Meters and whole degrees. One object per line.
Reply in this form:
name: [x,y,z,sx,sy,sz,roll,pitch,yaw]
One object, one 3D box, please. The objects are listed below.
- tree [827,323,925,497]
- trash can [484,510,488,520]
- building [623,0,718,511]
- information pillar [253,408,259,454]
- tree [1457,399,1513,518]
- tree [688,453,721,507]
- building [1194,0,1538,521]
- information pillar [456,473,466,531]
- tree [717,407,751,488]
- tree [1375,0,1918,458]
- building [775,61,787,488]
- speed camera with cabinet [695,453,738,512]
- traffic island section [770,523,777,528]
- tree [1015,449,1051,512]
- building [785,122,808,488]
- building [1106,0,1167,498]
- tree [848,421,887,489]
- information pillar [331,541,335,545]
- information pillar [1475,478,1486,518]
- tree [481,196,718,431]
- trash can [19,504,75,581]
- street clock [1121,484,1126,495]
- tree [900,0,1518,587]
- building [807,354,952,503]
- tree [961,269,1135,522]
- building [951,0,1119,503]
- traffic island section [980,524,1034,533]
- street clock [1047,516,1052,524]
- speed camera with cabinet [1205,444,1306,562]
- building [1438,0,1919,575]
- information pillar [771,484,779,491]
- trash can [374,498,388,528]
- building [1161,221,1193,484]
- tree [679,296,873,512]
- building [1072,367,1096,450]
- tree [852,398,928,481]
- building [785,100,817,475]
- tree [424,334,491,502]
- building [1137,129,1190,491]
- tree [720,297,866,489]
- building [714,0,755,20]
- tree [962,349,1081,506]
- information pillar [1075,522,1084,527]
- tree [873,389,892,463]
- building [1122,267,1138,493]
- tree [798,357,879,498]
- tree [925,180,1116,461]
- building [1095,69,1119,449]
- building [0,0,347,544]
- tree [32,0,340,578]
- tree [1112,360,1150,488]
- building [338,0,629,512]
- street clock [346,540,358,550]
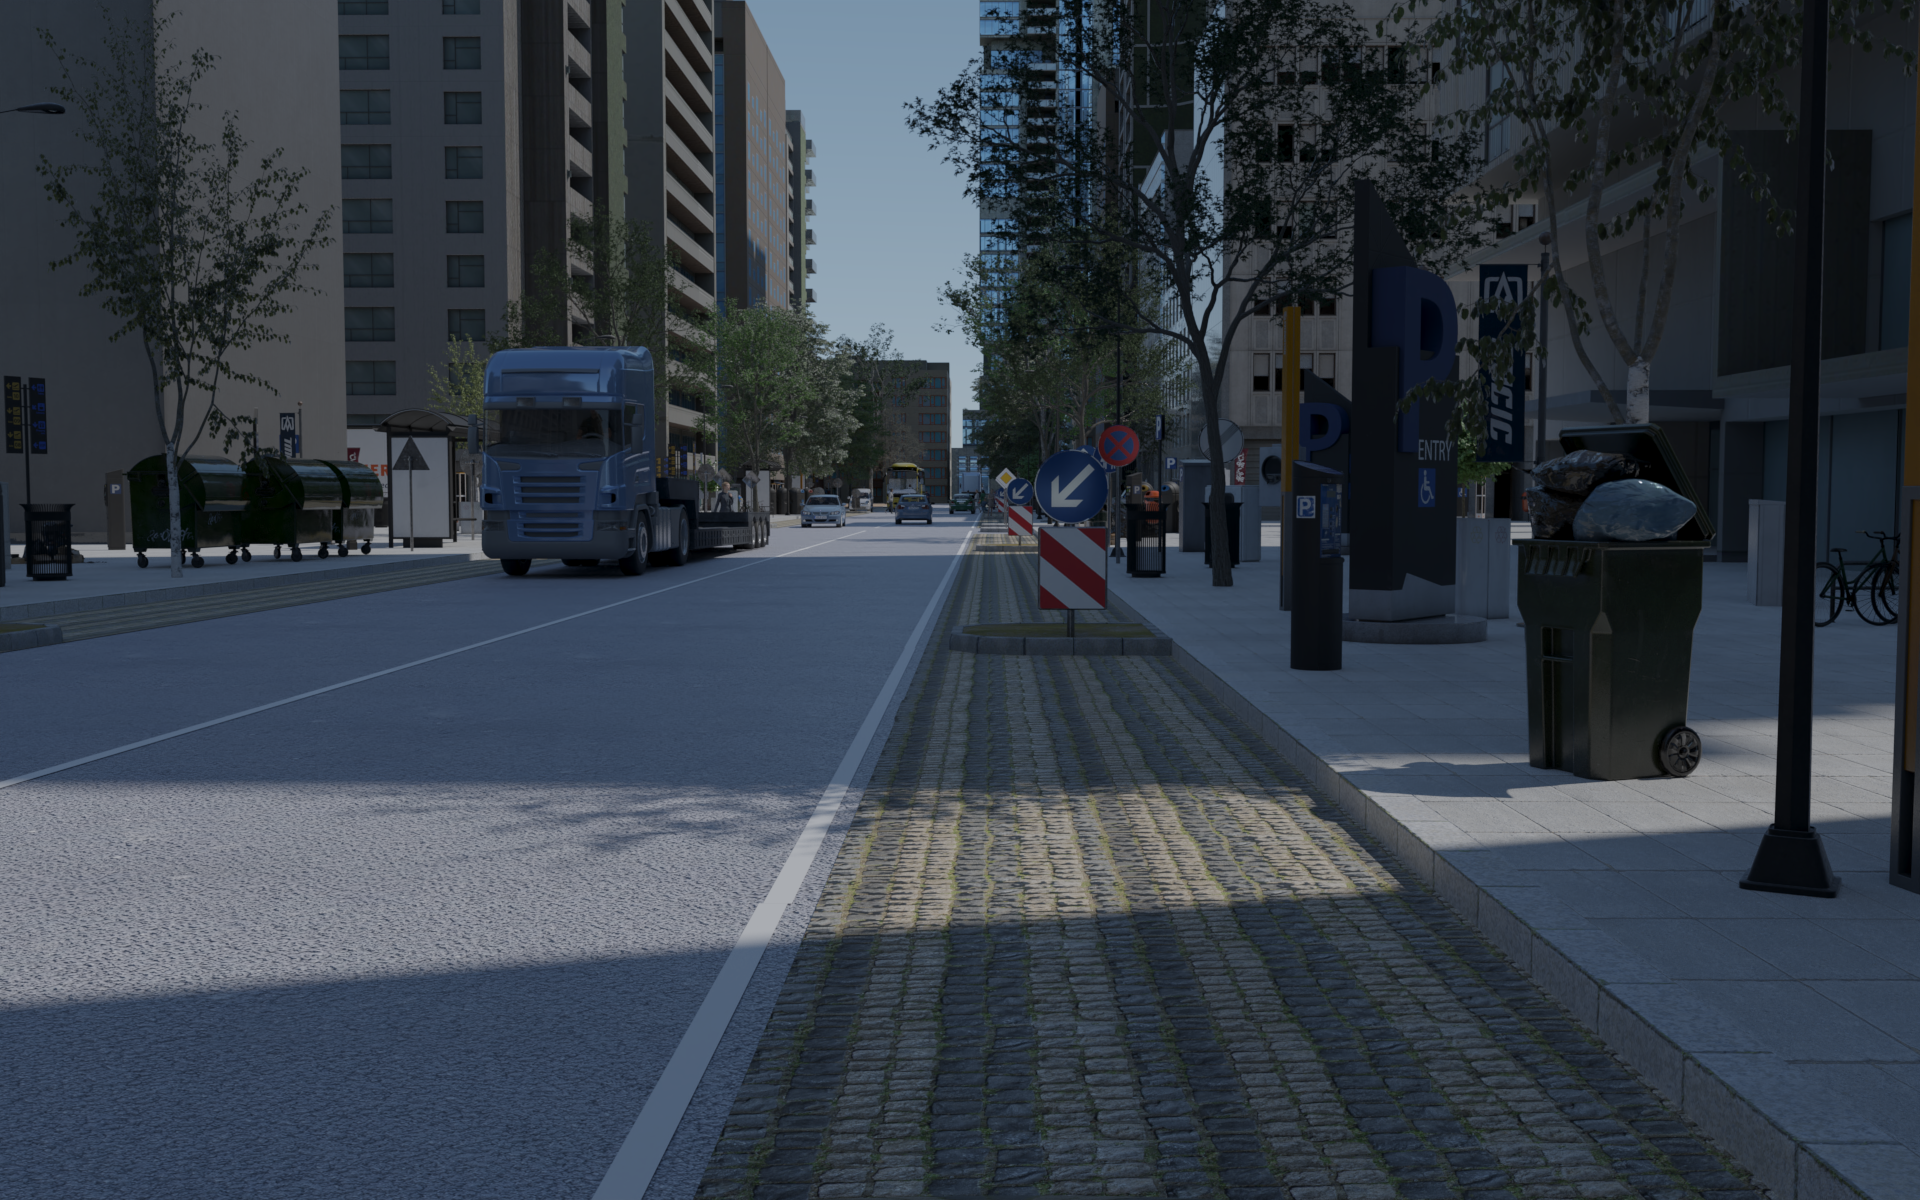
tree: [-8.552,-20.374,188.997,12.611,20.169,13.585,0,3,0]
trash can: [-13.105,-2.271,48.784,0.748,1.137,0.748,0,3,0]
building: [-29.436,-30.441,121.407,21.300,48.544,21.600,0,4,1]
information pillar: [-19.062,-3.400,46.950,0.183,3.616,0.504,-1,4,-16]
tree: [17.267,-4.630,59.421,4.285,4.588,4.351,0,3,0]
tree: [-11.776,-5.320,81.578,1.663,3.219,1.824,0,3,0]
building: [22.304,-16.431,86.675,19.932,24.808,12.078,0,4,1]
information pillar: [-17.267,-3.382,59.788,0.304,2.012,0.304,2,4,26]
tree: [-18.660,-11.670,141.173,4.737,8.622,4.395,0,3,0]
tree: [3.990,-3.647,9.986,4.360,8.622,3.978,0,3,0]
building: [-24.822,-31.834,170.598,14.600,45.320,14.200,0,4,1]
speed camera with cabinet: [-11.779,-5.452,83.478,2.038,3.252,0.660,-1,4,-14]
traffic island section: [-8.924,-3.163,73.995,2.009,0.180,2.903,0,4,1]
tree: [5.623,-8.662,125.342,4.285,4.588,4.351,0,3,0]
building: [-24.104,-30.669,185.026,14.154,41.232,14.086,0,4,1]
building: [23.506,-44.188,160.718,20.563,71.187,20.611,0,4,1]
tree: [-9.220,-13.280,167.486,4.360,8.622,3.978,0,3,0]
information pillar: [-16.020,-2.406,43.830,0.304,2.012,0.304,0,4,-4]
information pillar: [21.999,-4.202,73.202,0.304,2.012,0.304,3,5,39]
tree: [-11.560,-7.395,55.315,8.767,10.594,7.601,1,4,14]
trash can: [-13.517,-0.858,25.686,0.748,1.137,0.748,0,3,0]
street clock: [11.989,-7.495,127.108,0.358,2.002,0.471,-3,5,-44]
tree: [3.610,-5.488,24.135,8.767,10.594,7.601,-1,4,-11]
building: [-15.989,-25.084,255.154,28.899,21.520,27.650,0,4,1]
tree: [4.214,-9.440,80.104,9.928,11.665,9.643,0,3,0]
building: [14.482,-57.273,249.076,31.000,86.520,22.319,0,4,1]
traffic island section: [1.775,-2.663,65.816,2.009,0.180,2.903,0,4,1]
street clock: [3.814,-4.215,73.486,0.358,2.002,0.471,1,4,12]
speed camera with cabinet: [5.533,-2.339,32.576,0.660,3.252,2.038,-3,4,-39]
building: [25.338,-26.950,29.872,28.713,52.752,27.495,0,4,1]
information pillar: [-13.369,-7.297,123.801,0.304,2.012,0.304,-3,5,-44]
trash can: [-22.115,-3.333,66.152,0.748,1.137,0.748,0,3,0]
building: [18.094,-15.228,103.735,10.420,20.320,16.860,0,4,1]
tree: [-10.813,-10.107,91.005,9.928,11.665,9.643,0,3,0]
building: [27.585,-21.827,201.905,27.650,21.520,28.899,0,4,1]
tree: [-9.130,-18.896,219.319,12.009,13.543,11.850,0,3,0]
building: [-32.660,-35.835,205.516,30.456,49.044,23.786,0,4,1]
tree: [-22.115,-7.848,78.684,4.737,8.622,4.395,0,3,0]
building: [19.420,-18.623,122.500,12.078,24.808,19.932,0,4,1]
tree: [-10.994,-12.560,112.007,9.857,13.997,8.962,0,3,0]
building: [-25.073,-30.946,156.070,14.600,45.320,14.200,0,4,1]
tree: [5.034,-14.122,137.556,9.857,13.997,8.962,0,3,0]
information pillar: [3.242,-2.637,47.606,0.304,2.012,0.304,3,4,38]
tree: [-10.060,-14.151,157.128,9.928,11.665,9.643,0,3,0]
building: [19.951,-19.013,140.540,12.332,23.373,15.834,0,4,1]
tree: [-10.575,-13.816,144.016,7.486,12.596,7.792,0,3,0]
tree: [4.515,-15.347,106.813,12.611,20.169,13.585,0,3,0]
building: [21.464,-32.383,179.572,14.600,45.320,14.200,0,4,1]
building: [-31.988,-15.725,50.614,24.014,27.812,14.314,0,4,1]
tree: [-11.861,-4.637,26.183,4.360,8.622,3.978,0,3,0]
tree: [9.542,-8.437,88.308,4.360,8.622,3.978,0,3,0]
building: [-25.296,-19.350,88.075,14.160,30.474,14.107,0,4,1]
street clock: [-13.971,-2.151,39.733,0.471,2.002,0.358,-3,5,-43]
